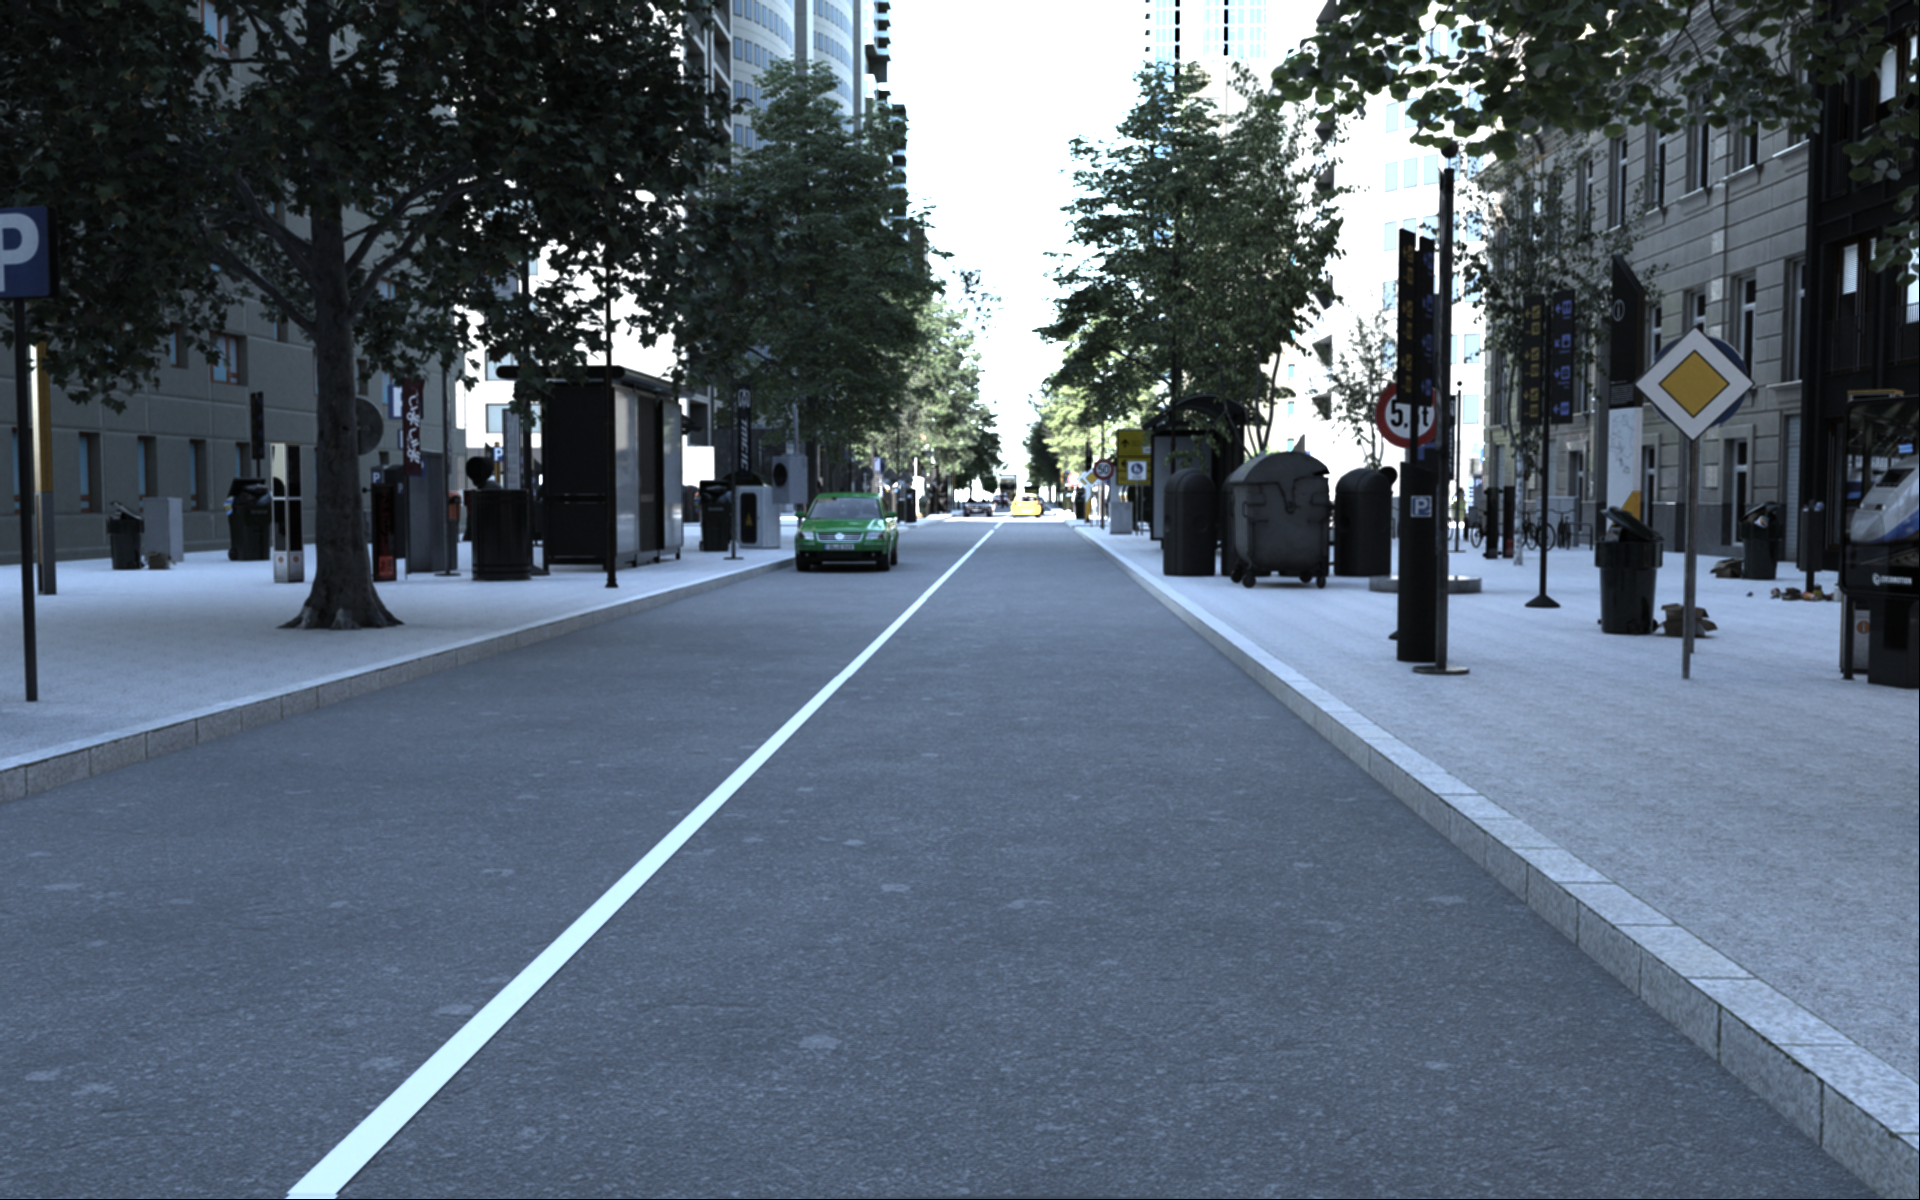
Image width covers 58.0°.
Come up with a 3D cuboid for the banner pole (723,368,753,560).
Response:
[{"bbox_3d":[-4.346,-2.703,34.205,0.401,3.779,0.863,2,4,29],"label":"banner pole"}]

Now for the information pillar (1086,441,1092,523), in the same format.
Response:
[{"bbox_3d":[5.745,-5.253,77.235,0.183,3.616,0.504,2,4,32],"label":"information pillar"}]

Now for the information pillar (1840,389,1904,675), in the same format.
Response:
[{"bbox_3d":[6.506,-0.481,12.364,0.304,2.012,0.304,3,4,39],"label":"information pillar"}]

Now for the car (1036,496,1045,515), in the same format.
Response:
[{"bbox_3d":[5.059,-6.722,122.483,1.945,1.354,3.894,0,4,1],"label":"car"}]

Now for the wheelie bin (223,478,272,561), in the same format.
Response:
[{"bbox_3d":[-13.669,-1.562,33.442,0.693,1.594,0.980,3,4,38],"label":"wheelie bin"}]

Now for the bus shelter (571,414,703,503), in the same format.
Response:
[{"bbox_3d":[-7.224,-2.723,38.445,2.014,3.302,5.546,0,4,2],"label":"bus shelter"}]

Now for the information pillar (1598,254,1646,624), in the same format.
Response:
[{"bbox_3d":[6.428,-1.554,16.762,0.183,3.616,0.504,-1,4,-9],"label":"information pillar"}]

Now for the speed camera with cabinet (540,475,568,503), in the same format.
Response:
[{"bbox_3d":[-19.287,-5.375,82.225,0.660,3.252,2.038,-3,4,-36],"label":"speed camera with cabinet"}]

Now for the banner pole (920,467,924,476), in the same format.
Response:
[{"bbox_3d":[-3.232,-9.615,147.214,0.401,3.779,0.863,2,4,27],"label":"banner pole"}]

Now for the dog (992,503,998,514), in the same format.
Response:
[{"bbox_3d":[2.247,-6.459,122.443,0.513,0.831,0.800,-2,4,-30],"label":"dog"}]

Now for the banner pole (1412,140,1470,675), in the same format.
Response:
[{"bbox_3d":[3.376,-1.353,12.139,0.401,3.779,0.863,1,4,21],"label":"banner pole"}]

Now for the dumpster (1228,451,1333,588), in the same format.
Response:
[{"bbox_3d":[4.482,-1.132,24.261,1.264,1.857,1.865,0,4,2],"label":"dumpster"}]

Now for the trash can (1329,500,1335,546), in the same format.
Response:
[{"bbox_3d":[9.135,-1.935,43.293,0.748,1.137,0.748,0,3,0],"label":"trash can"}]

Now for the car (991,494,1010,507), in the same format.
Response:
[{"bbox_3d":[4.662,-11.512,197.254,2.155,1.783,4.494,0,4,3],"label":"car"}]

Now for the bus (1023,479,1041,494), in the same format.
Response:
[{"bbox_3d":[11.550,-17.564,278.724,2.896,3.916,12.252,0,4,2],"label":"bus"}]

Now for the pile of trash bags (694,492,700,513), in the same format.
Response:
[{"bbox_3d":[-12.439,-4.335,80.637,3.447,1.369,1.912,3,4,36],"label":"pile of trash bags"}]

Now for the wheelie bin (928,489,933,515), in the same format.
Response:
[{"bbox_3d":[-2.137,-6.014,106.243,0.980,1.594,0.693,1,4,11],"label":"wheelie bin"}]

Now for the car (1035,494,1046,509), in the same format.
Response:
[{"bbox_3d":[7.409,-9.578,168.599,2.014,1.417,4.499,0,4,2],"label":"car"}]

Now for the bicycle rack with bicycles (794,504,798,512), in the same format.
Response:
[{"bbox_3d":[-11.042,-6.799,124.552,2.925,0.926,2.852,1,4,23],"label":"bicycle rack with bicycles"}]

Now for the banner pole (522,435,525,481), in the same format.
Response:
[{"bbox_3d":[-13.833,-3.989,55.236,0.401,3.779,0.863,0,4,6],"label":"banner pole"}]

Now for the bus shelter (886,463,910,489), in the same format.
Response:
[{"bbox_3d":[-3.991,-7.113,110.224,2.014,3.302,5.546,0,4,2],"label":"bus shelter"}]

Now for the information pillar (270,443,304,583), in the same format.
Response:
[{"bbox_3d":[-9.749,-1.261,25.112,0.304,2.012,0.304,2,4,25],"label":"information pillar"}]

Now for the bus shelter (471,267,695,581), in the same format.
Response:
[{"bbox_3d":[-6.455,-3.183,29.673,2.179,5.291,8.768,0,4,2],"label":"bus shelter"}]

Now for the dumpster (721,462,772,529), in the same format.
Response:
[{"bbox_3d":[-6.412,-3.012,51.736,1.502,2.255,1.985,0,4,2],"label":"dumpster"}]

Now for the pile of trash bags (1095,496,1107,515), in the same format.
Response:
[{"bbox_3d":[8.643,-5.969,107.338,3.447,1.369,1.912,3,5,44],"label":"pile of trash bags"}]

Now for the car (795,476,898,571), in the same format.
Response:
[{"bbox_3d":[-2.164,-1.522,33.689,1.959,1.807,4.718,0,4,1],"label":"car"}]

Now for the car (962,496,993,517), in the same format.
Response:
[{"bbox_3d":[1.135,-5.870,108.554,1.945,1.354,3.894,0,4,3],"label":"car"}]

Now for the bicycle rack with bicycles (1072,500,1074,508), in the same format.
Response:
[{"bbox_3d":[10.460,-7.982,143.894,2.925,0.926,2.852,1,4,18],"label":"bicycle rack with bicycles"}]

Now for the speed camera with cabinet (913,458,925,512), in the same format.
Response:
[{"bbox_3d":[-2.273,-6.058,93.384,0.660,3.252,2.038,0,4,6],"label":"speed camera with cabinet"}]

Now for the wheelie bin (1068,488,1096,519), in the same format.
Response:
[{"bbox_3d":[6.227,-4.905,88.110,0.980,1.594,0.693,1,4,22],"label":"wheelie bin"}]

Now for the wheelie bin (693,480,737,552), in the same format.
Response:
[{"bbox_3d":[-5.478,-1.892,38.841,0.980,1.594,0.693,-1,4,-13],"label":"wheelie bin"}]

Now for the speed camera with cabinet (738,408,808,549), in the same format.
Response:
[{"bbox_3d":[-4.392,-2.822,40.476,0.660,3.252,2.038,-3,5,-42],"label":"speed camera with cabinet"}]

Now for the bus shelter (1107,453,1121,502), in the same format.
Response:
[{"bbox_3d":[7.762,-5.272,80.113,2.014,3.302,5.546,0,4,2],"label":"bus shelter"}]

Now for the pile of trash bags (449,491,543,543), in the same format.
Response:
[{"bbox_3d":[-12.777,-2.287,47.146,1.912,1.369,3.447,2,4,30],"label":"pile of trash bags"}]

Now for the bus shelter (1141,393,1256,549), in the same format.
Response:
[{"bbox_3d":[5.108,-2.675,37.662,2.014,3.302,5.546,0,4,2],"label":"bus shelter"}]

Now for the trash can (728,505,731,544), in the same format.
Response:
[{"bbox_3d":[-5.933,-1.883,42.436,0.748,1.137,0.748,0,3,0],"label":"trash can"}]

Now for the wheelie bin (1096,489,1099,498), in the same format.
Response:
[{"bbox_3d":[9.301,-6.641,116.483,0.693,1.594,0.980,1,4,16],"label":"wheelie bin"}]

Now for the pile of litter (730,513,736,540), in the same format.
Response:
[{"bbox_3d":[-6.345,-2.123,48.683,1.176,0.858,1.719,0,4,3],"label":"pile of litter"}]

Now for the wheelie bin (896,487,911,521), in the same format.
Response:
[{"bbox_3d":[-2.596,-4.550,82.297,0.980,1.594,0.693,2,4,32],"label":"wheelie bin"}]

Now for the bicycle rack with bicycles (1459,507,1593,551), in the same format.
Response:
[{"bbox_3d":[13.369,-1.638,40.167,2.852,0.926,2.925,0,4,1],"label":"bicycle rack with bicycles"}]

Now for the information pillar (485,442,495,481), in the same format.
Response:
[{"bbox_3d":[-21.136,-5.296,77.943,0.504,3.616,0.183,-3,5,-42],"label":"information pillar"}]

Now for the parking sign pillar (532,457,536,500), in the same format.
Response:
[{"bbox_3d":[-22.423,-6.136,88.789,1.447,3.967,1.447,1,4,23],"label":"parking sign pillar"}]

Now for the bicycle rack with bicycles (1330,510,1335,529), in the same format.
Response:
[{"bbox_3d":[12.889,-3.019,62.739,2.925,0.926,2.852,2,4,25],"label":"bicycle rack with bicycles"}]

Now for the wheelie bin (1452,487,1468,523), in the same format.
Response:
[{"bbox_3d":[22.466,-4.265,77.645,0.693,1.594,0.980,2,4,27],"label":"wheelie bin"}]

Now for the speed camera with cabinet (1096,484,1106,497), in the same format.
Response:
[{"bbox_3d":[9.610,-8.067,126.237,2.038,3.252,0.660,1,4,9],"label":"speed camera with cabinet"}]

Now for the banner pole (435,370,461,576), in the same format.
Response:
[{"bbox_3d":[-8.102,-2.286,27.391,0.401,3.779,0.863,-1,4,-8],"label":"banner pole"}]

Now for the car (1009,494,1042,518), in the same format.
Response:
[{"bbox_3d":[3.935,-5.703,103.463,2.015,1.641,3.980,0,4,1],"label":"car"}]

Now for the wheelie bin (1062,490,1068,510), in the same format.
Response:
[{"bbox_3d":[8.430,-7.823,135.808,0.980,1.594,0.693,3,5,42],"label":"wheelie bin"}]

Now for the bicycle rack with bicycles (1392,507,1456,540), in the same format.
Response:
[{"bbox_3d":[13.067,-2.128,48.168,2.852,0.926,2.925,1,4,19],"label":"bicycle rack with bicycles"}]

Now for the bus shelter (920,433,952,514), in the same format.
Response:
[{"bbox_3d":[-1.583,-8.501,116.617,2.179,5.291,8.768,0,4,2],"label":"bus shelter"}]
